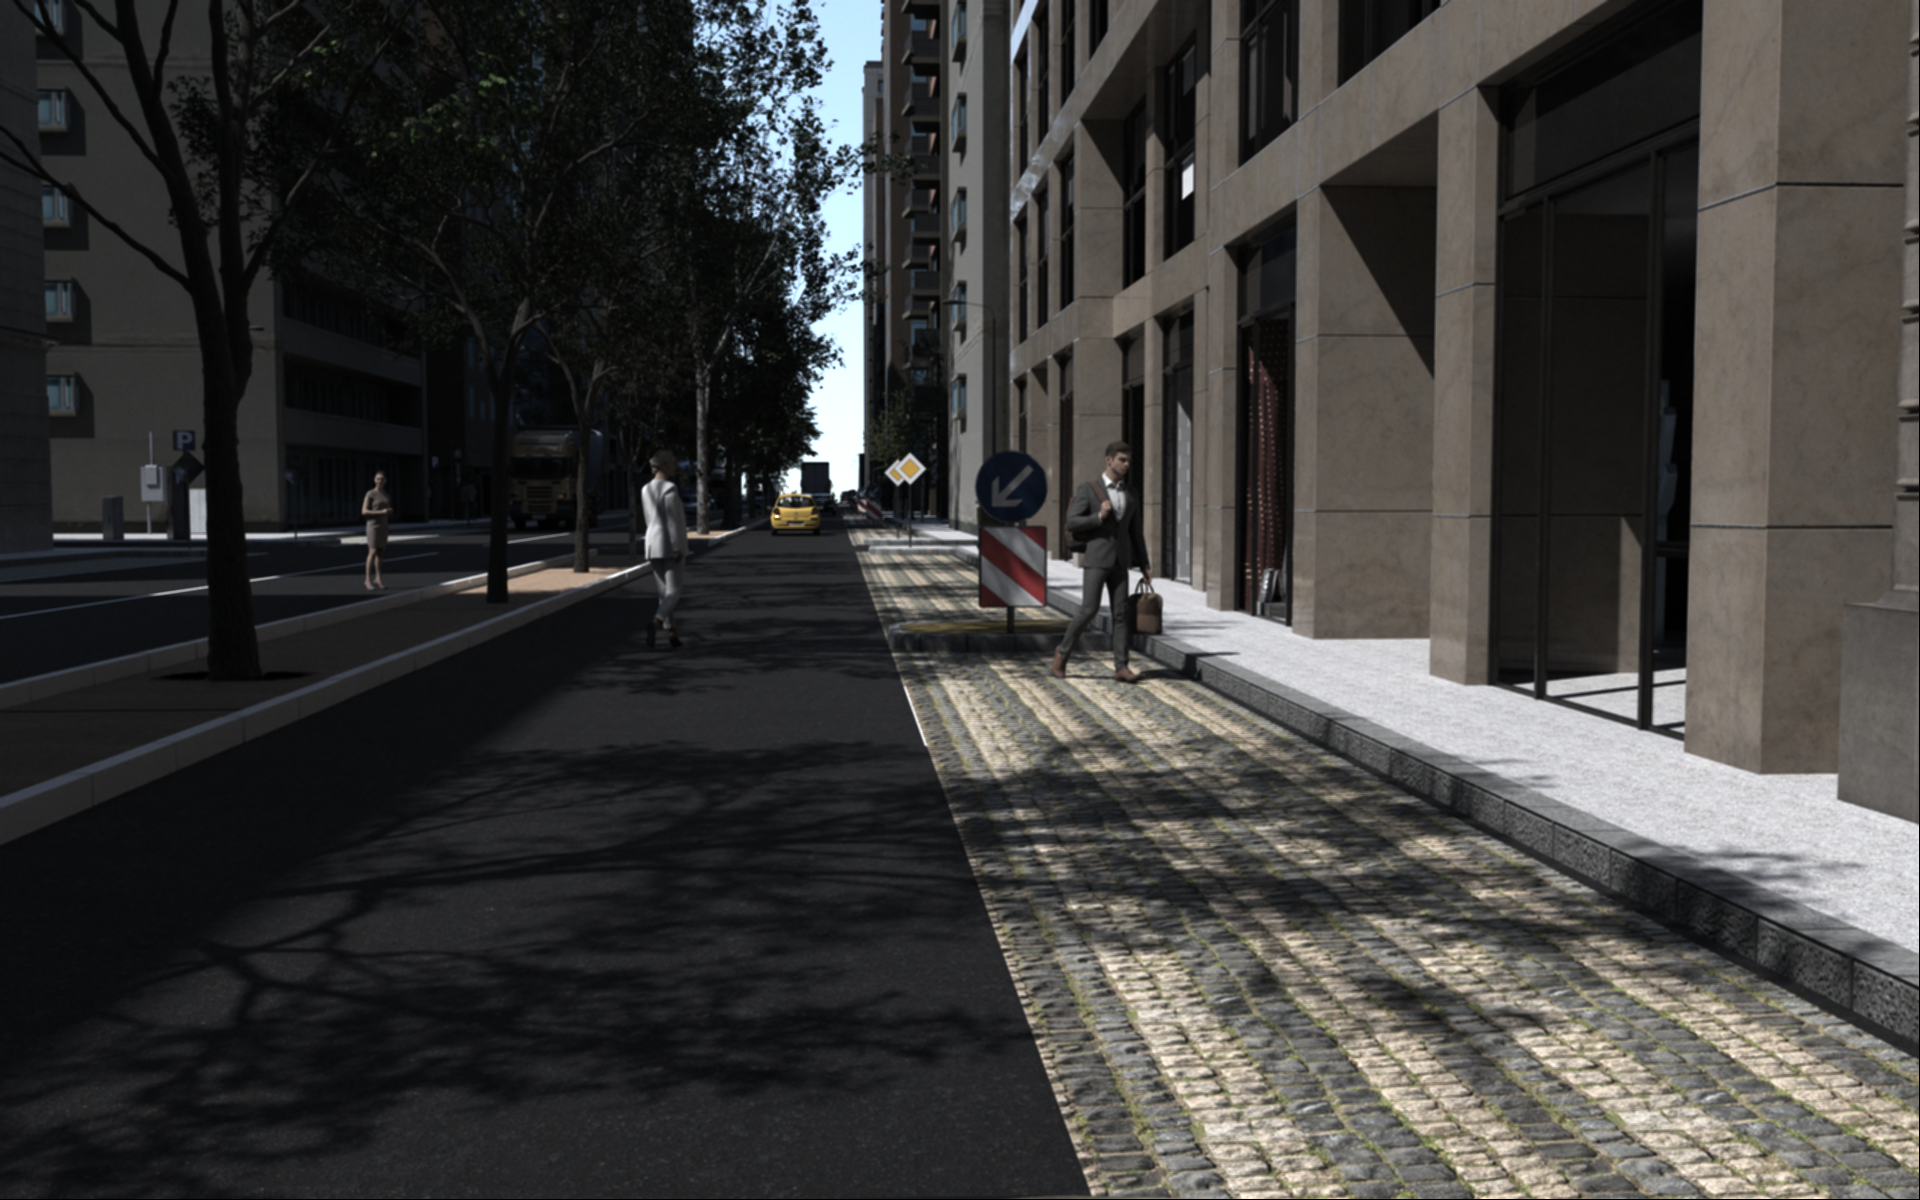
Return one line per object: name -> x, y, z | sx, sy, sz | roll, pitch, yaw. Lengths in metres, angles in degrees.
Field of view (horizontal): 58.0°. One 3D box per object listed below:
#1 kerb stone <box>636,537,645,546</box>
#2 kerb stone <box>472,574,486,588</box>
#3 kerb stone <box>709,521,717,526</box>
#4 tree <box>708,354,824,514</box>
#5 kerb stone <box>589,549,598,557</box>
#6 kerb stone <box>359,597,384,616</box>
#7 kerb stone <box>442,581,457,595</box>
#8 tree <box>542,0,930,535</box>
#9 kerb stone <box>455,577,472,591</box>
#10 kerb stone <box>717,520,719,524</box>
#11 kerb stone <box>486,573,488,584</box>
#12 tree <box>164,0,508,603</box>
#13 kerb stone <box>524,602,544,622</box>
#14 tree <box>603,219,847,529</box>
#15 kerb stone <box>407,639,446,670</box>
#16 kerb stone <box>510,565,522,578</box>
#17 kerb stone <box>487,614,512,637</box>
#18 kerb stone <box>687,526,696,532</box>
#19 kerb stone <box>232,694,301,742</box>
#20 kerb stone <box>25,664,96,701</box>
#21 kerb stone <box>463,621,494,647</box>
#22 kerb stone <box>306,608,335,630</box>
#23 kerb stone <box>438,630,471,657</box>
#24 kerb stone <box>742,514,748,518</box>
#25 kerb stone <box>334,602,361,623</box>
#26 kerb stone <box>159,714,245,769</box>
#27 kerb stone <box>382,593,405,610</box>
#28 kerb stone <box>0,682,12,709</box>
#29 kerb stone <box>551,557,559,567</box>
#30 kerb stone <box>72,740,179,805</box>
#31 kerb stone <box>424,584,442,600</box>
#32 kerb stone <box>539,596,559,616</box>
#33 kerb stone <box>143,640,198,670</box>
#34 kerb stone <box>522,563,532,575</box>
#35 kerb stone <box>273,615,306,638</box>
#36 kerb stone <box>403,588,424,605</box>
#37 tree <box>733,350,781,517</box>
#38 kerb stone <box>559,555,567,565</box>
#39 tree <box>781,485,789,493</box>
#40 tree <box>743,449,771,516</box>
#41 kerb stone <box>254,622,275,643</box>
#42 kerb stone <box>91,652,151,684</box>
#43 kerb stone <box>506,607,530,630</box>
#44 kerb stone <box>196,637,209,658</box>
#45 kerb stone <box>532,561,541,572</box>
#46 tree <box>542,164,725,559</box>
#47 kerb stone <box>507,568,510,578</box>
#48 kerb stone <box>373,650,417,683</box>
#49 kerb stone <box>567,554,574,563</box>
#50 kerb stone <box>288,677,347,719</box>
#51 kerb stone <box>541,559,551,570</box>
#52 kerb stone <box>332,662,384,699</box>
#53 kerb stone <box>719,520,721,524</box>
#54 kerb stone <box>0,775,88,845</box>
kerb stone -> -9.181, -1.685, 49.738 | 0.120, 0.150, 1.000 | 0, 4, -4
kerb stone -> -7.503, -0.274, 26.682 | 0.120, 0.150, 1.000 | 0, 4, -4
kerb stone -> -11.331, -3.495, 79.386 | 0.120, 0.150, 1.000 | 0, 4, -4
tree -> -13.334, -12.235, 120.624 | 7.486, 12.596, 7.792 | 0, 3, 0
kerb stone -> -8.475, -1.088, 39.992 | 0.120, 0.150, 1.000 | 0, 4, -4
kerb stone -> -7.063, 0.100, 20.560 | 0.120, 0.150, 1.000 | 0, 4, -4
kerb stone -> -7.362, -0.145, 24.639 | 0.120, 0.150, 1.000 | 0, 4, -4
tree -> -7.728, -12.293, 59.339 | 12.611, 20.169, 13.585 | 0, 3, 0
kerb stone -> -7.435, -0.210, 25.658 | 0.120, 0.150, 1.000 | 0, 4, -4
kerb stone -> -11.413, -3.560, 80.404 | 0.120, 0.150, 1.000 | 0, 4, -4
kerb stone -> -7.577, -0.337, 27.702 | 0.120, 0.150, 1.000 | 0, 4, -4
tree -> -6.059, -5.208, 22.020 | 8.767, 10.594, 7.601 | 0, 4, -4
kerb stone -> -4.904, 0.153, 19.691 | 0.120, 0.150, 1.000 | 0, 4, -4
tree -> -9.438, -9.248, 70.662 | 9.611, 12.733, 9.660 | 0, 3, 0
kerb stone -> -4.519, 0.466, 14.578 | 0.120, 0.150, 1.000 | 0, 4, -4
kerb stone -> -7.721, -0.462, 29.751 | 0.120, 0.150, 1.000 | 0, 4, -4
kerb stone -> -4.744, 0.278, 17.653 | 0.120, 0.150, 1.000 | 0, 4, -4
kerb stone -> -10.442, -2.747, 67.118 | 0.120, 0.150, 1.000 | 0, 4, -4
kerb stone -> -4.223, 0.716, 10.493 | 0.120, 0.150, 1.000 | 0, 4, -4
kerb stone -> -6.474, 0.602, 12.390 | 0.120, 0.150, 1.000 | 0, 4, -4
kerb stone -> -4.662, 0.341, 16.624 | 0.120, 0.150, 1.000 | 0, 4, -4
kerb stone -> -6.913, 0.225, 18.517 | 0.120, 0.150, 1.000 | 0, 4, -4
kerb stone -> -4.594, 0.405, 15.597 | 0.120, 0.150, 1.000 | 0, 4, -4
kerb stone -> -13.482, -5.311, 109.038 | 0.120, 0.150, 1.000 | 0, 4, -4
kerb stone -> -6.985, 0.162, 19.540 | 0.120, 0.150, 1.000 | 0, 4, -4
kerb stone -> -4.155, 0.778, 9.472 | 0.120, 0.150, 1.000 | 0, 4, -4
kerb stone -> -7.134, 0.038, 21.579 | 0.120, 0.150, 1.000 | 0, 4, -4
kerb stone -> -6.396, 0.666, 11.365 | 0.120, 0.150, 1.000 | 0, 4, -4
kerb stone -> -8.029, -0.713, 33.848 | 0.120, 0.150, 1.000 | 0, 4, -4
kerb stone -> -4.079, 0.841, 8.453 | 0.120, 0.150, 1.000 | 0, 4, -4
kerb stone -> -7.278, -0.087, 23.619 | 0.120, 0.150, 1.000 | 0, 4, -4
kerb stone -> -4.969, 0.091, 20.711 | 0.120, 0.150, 1.000 | 0, 4, -4
kerb stone -> -6.619, 0.474, 14.439 | 0.120, 0.150, 1.000 | 0, 4, -4
kerb stone -> -7.797, -0.525, 30.774 | 0.120, 0.150, 1.000 | 0, 4, -4
kerb stone -> -6.843, 0.287, 17.497 | 0.120, 0.150, 1.000 | 0, 4, -4
kerb stone -> -7.205, -0.024, 22.599 | 0.120, 0.150, 1.000 | 0, 4, -4
tree -> -10.235, -7.645, 77.820 | 4.360, 8.622, 3.978 | 0, 3, 0
kerb stone -> -8.100, -0.776, 34.876 | 0.120, 0.150, 1.000 | 0, 4, -4
tree -> -12.309, -9.513, 108.356 | 4.360, 8.622, 3.978 | 0, 3, 0
tree -> -12.739, -9.880, 114.358 | 4.737, 8.622, 4.395 | 0, 3, 0
kerb stone -> -6.766, 0.350, 16.478 | 0.120, 0.150, 1.000 | 0, 4, -4
kerb stone -> -6.548, 0.540, 13.410 | 0.120, 0.150, 1.000 | 0, 4, -4
kerb stone -> -4.816, 0.215, 18.672 | 0.120, 0.150, 1.000 | 0, 4, -4
kerb stone -> -6.684, 0.412, 15.459 | 0.120, 0.150, 1.000 | 0, 4, -4
kerb stone -> -7.879, -0.588, 31.806 | 0.120, 0.150, 1.000 | 0, 4, -4
tree -> -7.157, -5.182, 37.553 | 4.360, 8.622, 3.978 | 0, 3, 0
kerb stone -> -7.658, -0.400, 28.731 | 0.120, 0.150, 1.000 | 0, 4, -4
kerb stone -> -4.454, 0.529, 13.553 | 0.120, 0.150, 1.000 | 0, 4, -4
kerb stone -> -8.188, -0.838, 35.898 | 0.120, 0.150, 1.000 | 0, 4, -4
kerb stone -> -4.296, 0.657, 11.513 | 0.120, 0.150, 1.000 | 0, 4, -4
kerb stone -> -7.951, -0.648, 32.826 | 0.120, 0.150, 1.000 | 0, 4, -4
kerb stone -> -4.380, 0.591, 12.531 | 0.120, 0.150, 1.000 | 0, 4, -4
kerb stone -> -11.473, -3.623, 81.433 | 0.120, 0.150, 1.000 | 0, 4, -4
kerb stone -> -4.003, 0.903, 7.434 | 0.120, 0.150, 1.000 | 0, 4, -4
